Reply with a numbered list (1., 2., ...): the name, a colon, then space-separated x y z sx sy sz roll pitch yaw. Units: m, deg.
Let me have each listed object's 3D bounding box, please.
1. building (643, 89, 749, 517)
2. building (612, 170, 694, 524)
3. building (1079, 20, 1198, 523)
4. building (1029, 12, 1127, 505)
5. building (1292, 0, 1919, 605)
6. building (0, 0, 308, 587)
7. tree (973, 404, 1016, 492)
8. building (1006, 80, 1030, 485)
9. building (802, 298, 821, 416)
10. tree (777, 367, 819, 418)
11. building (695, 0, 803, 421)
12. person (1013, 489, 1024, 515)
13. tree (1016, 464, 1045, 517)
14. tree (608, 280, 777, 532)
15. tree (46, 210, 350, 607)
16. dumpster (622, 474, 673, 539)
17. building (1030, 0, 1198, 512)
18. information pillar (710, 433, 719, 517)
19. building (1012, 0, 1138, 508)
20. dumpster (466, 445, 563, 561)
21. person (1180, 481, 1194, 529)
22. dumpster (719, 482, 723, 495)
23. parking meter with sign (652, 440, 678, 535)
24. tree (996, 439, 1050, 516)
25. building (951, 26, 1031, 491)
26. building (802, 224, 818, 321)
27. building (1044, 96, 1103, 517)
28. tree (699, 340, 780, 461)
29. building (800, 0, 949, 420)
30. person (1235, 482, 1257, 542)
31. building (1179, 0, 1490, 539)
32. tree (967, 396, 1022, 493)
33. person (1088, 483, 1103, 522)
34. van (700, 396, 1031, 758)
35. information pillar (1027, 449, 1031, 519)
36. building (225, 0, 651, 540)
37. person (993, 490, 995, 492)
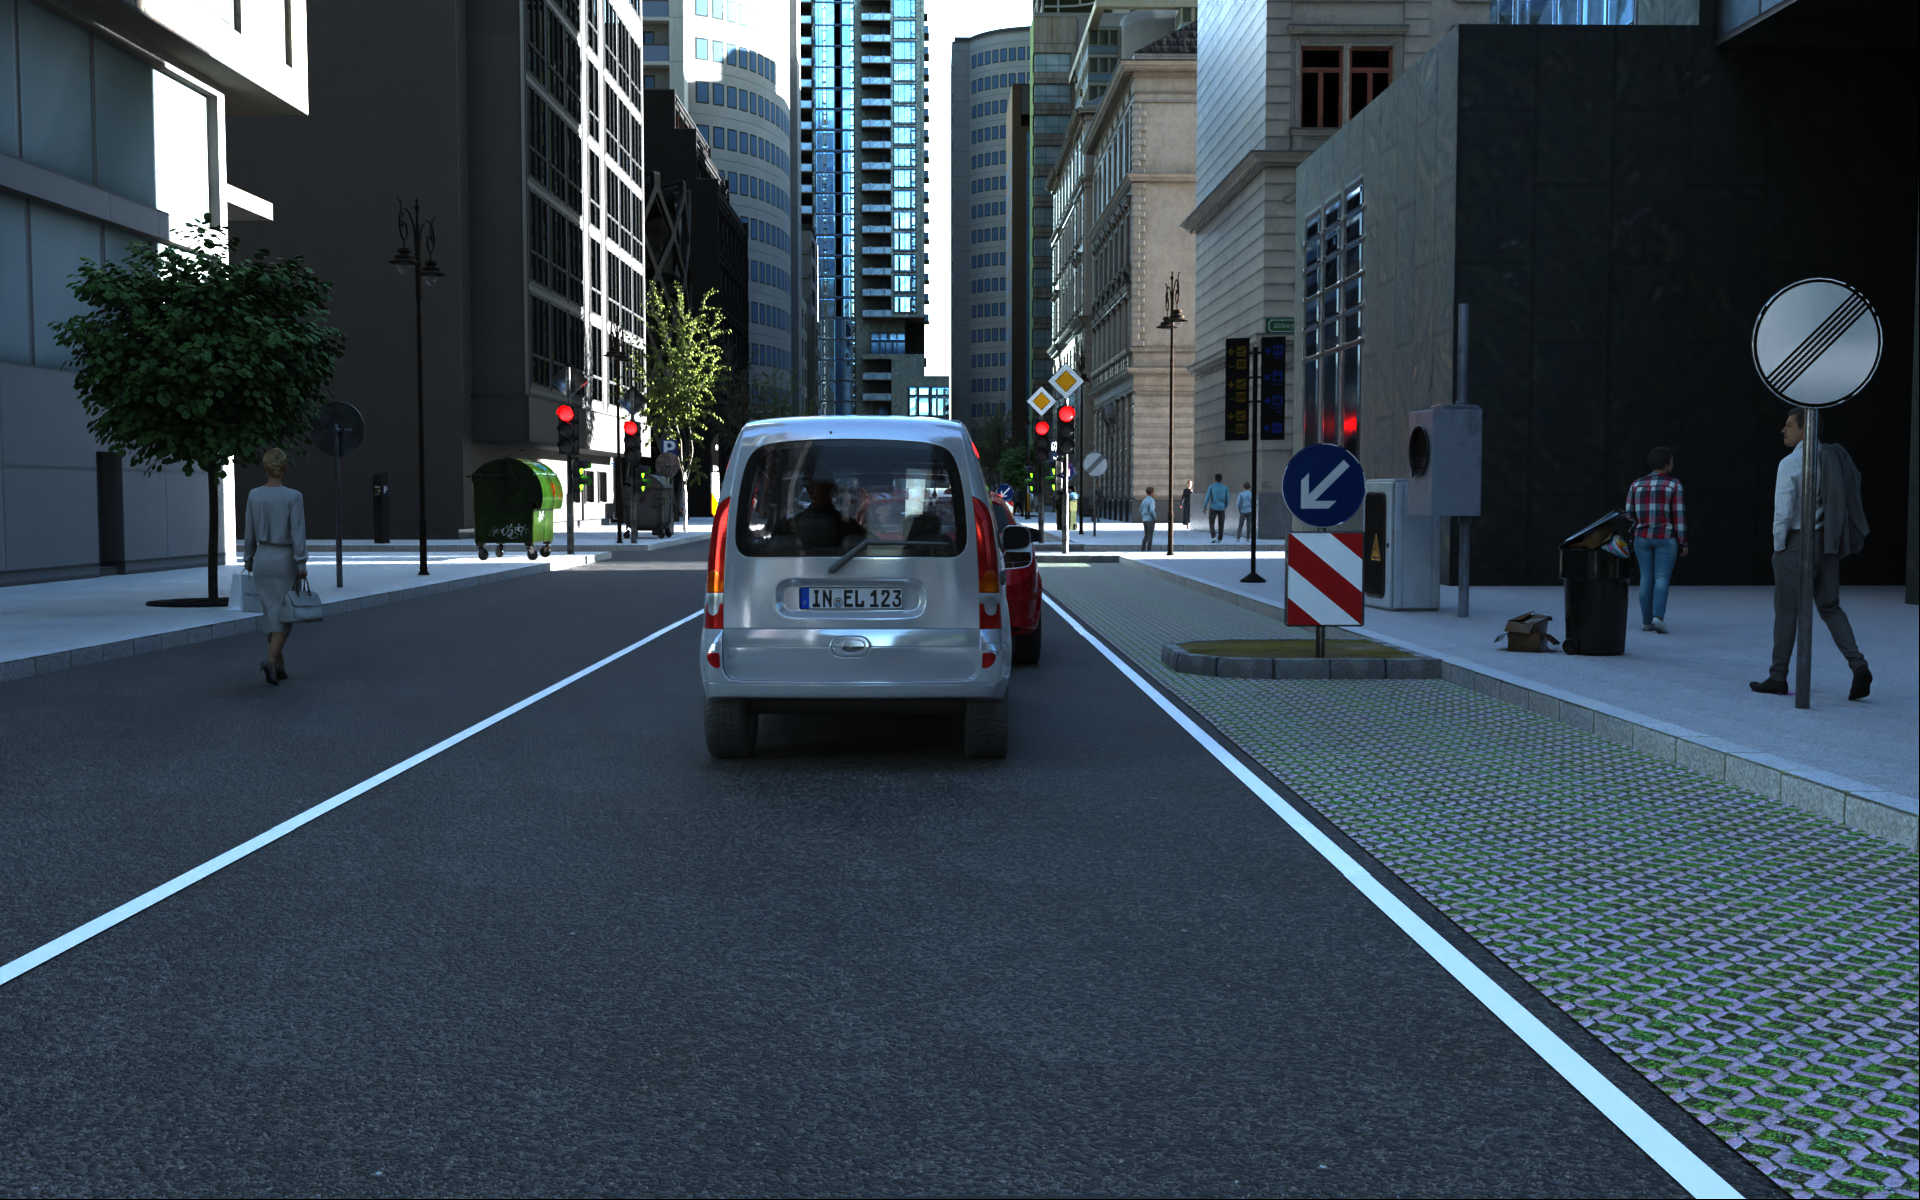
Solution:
1. building: -19.582 -16.728 103.186 12.332 23.373 15.834 0 4 -1
2. building: -21.191 -13.047 80.771 16.820 18.784 16.811 0 4 -1
3. building: 12.247 -15.698 85.534 11.050 23.489 19.941 0 4 -1
4. building: 12.990 -28.615 151.444 14.154 41.232 14.086 0 4 -1
5. building: 18.077 -43.062 16.743 22.319 86.520 31.000 0 4 -1
6. building: -25.381 -26.287 19.033 27.495 52.752 28.713 0 4 -1
7. tree: 2.585 -11.719 141.972 4.737 8.622 4.395 0 3 0
8. building: 12.133 -32.776 186.005 14.600 45.320 14.200 0 4 -1
9. building: -27.853 -19.473 163.423 27.650 21.520 28.899 0 4 -1
10. tree: -10.114 -9.050 98.326 4.737 8.622 4.395 0 3 0
11. building: -23.740 -36.156 133.142 21.231 58.520 28.212 0 4 -1
12. person: 3.473 -6.065 105.608 0.834 1.777 0.661 1 4 9
13. tree: 3.858 -6.332 98.132 1.663 3.219 1.824 0 3 0
14. tree: -9.546 -6.634 58.822 4.737 8.622 4.395 0 3 0
15. tree: -8.784 -2.226 20.101 4.285 4.588 4.351 0 3 0
16. dumpster: -9.101 -2.731 50.408 1.264 1.857 1.865 0 4 -1
17. building: 21.551 -26.957 132.625 32.217 40.220 23.993 0 4 -1
18. information pillar: -9.380 -4.586 66.337 0.183 3.616 0.504 1 4 23
19. building: 15.597 -44.627 167.904 20.563 71.187 20.611 0 4 -1
20. dumpster: -8.783 -1.938 34.184 1.502 2.255 1.985 0 4 -1
21. person: 8.441 -3.520 64.012 0.576 1.772 0.534 0 4 -2
22. dumpster: -9.430 -4.041 71.830 1.264 1.857 1.865 0 4 -1
23. parking meter with sign: -9.337 -3.571 54.640 0.543 3.016 1.738 0 4 3
24. tree: 3.786 -7.261 102.426 4.285 4.588 4.351 0 3 0
25. building: 13.060 -41.262 216.639 28.212 58.520 21.231 0 4 -1
26. building: -22.376 -25.371 186.517 14.107 30.474 14.160 0 4 -1
27. building: 12.282 -19.002 107.938 12.463 27.353 25.104 0 4 -1
28. tree: -10.501 -8.077 82.417 4.360 8.622 3.978 0 3 0
29. building: -16.940 -55.239 215.834 31.000 86.520 22.319 0 4 -1
30. person: 7.659 -2.353 46.332 0.589 1.601 0.330 1 4 11
31. building: 19.427 -16.334 54.449 23.554 28.519 14.401 0 4 -1
32. tree: 2.481 -10.908 128.712 4.360 8.622 3.978 0 3 0
33. person: 6.312 -4.555 80.614 0.694 1.812 0.767 0 4 -5
34. van: -0.546 -0.229 10.762 2.013 2.044 4.112 0 4 0
35. information pillar: 3.573 -6.041 90.130 0.183 3.616 0.504 1 4 11
36. building: -19.677 -16.285 59.760 14.314 27.812 24.014 0 4 -1
37. person: 3.570 -10.576 179.626 0.621 1.740 0.551 -3 4 -36
